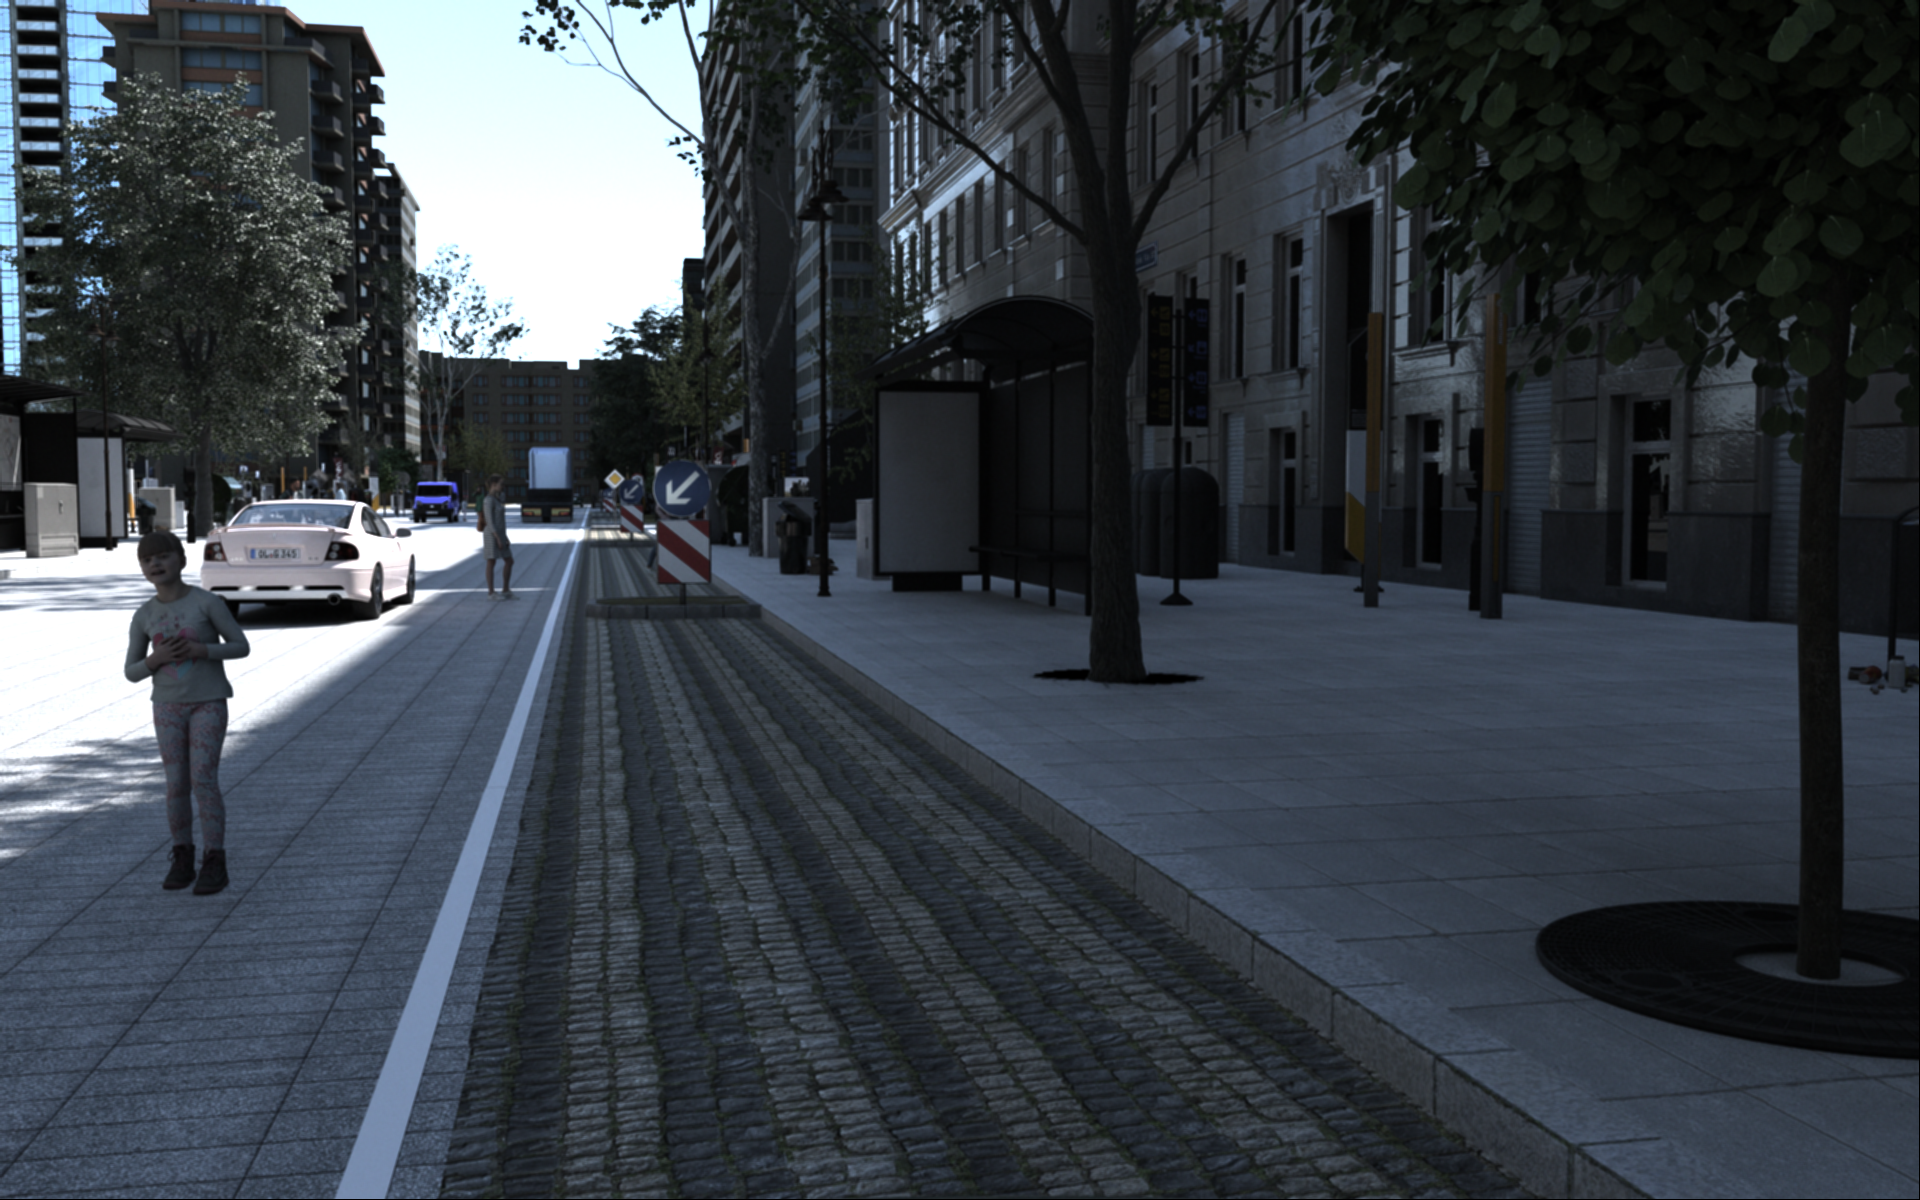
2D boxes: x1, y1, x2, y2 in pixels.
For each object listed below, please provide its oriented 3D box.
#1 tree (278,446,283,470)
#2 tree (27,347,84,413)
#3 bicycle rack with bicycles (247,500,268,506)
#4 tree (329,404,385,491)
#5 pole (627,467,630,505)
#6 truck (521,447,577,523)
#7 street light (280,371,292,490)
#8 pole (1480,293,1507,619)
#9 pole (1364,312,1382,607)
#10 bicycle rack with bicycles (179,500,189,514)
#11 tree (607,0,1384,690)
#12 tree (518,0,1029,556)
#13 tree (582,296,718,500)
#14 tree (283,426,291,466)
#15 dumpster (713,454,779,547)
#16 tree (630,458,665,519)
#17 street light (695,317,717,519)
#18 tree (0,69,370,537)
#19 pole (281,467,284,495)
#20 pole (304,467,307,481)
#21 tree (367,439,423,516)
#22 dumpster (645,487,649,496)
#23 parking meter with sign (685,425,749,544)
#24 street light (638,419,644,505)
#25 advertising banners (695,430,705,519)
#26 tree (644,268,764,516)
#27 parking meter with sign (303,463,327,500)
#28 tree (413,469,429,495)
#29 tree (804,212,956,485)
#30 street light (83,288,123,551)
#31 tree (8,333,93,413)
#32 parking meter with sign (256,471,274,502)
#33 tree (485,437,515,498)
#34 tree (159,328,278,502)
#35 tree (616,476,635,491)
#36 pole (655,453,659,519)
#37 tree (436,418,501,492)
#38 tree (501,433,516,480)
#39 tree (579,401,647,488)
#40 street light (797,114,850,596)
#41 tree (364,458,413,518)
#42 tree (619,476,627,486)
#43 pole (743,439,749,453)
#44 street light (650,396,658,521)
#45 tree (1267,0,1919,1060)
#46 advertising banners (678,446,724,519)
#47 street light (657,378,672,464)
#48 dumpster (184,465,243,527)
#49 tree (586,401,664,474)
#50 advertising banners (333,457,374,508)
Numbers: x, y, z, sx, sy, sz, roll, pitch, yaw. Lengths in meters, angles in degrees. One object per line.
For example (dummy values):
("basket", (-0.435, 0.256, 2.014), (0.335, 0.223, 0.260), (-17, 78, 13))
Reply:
("tree", (-39.600, -8.799, 94.231), (4.360, 8.622, 3.978), (0, 3, 0))
("tree", (-43.739, -8.139, 83.436), (4.360, 8.622, 3.978), (0, 3, 0))
("bicycle rack with bicycles", (-41.128, -5.334, 100.591), (2.925, 0.926, 2.852), (0, 4, 8))
("tree", (-49.300, -11.711, 141.833), (4.360, 8.622, 3.978), (0, 3, 0))
("pole", (-24.140, -8.089, 126.103), (0.158, 3.312, 0.155), (0, 3, 0))
("truck", (-22.344, -6.387, 94.185), (2.967, 4.110, 18.799), (-1, 4, -12))
("street light", (-24.278, -5.487, 62.503), (0.468, 5.910, 1.993), (-1, 4, -12))
("pole", (5.473, -1.462, 17.750), (0.158, 3.312, 0.155), (0, 3, 0))
("pole", (4.672, -1.575, 19.594), (0.158, 3.312, 0.155), (0, 3, 0))
("bicycle rack with bicycles", (-50.711, -5.939, 110.491), (2.925, 0.926, 2.852), (2, 4, 28))
("tree", (1.001, -5.259, 11.743), (9.928, 11.665, 9.643), (0, 3, 0))
("tree", (-4.804, -10.880, 33.779), (12.611, 20.169, 13.585), (0, 3, 0))
("tree", (-20.081, -12.601, 112.685), (9.857, 13.997, 8.962), (0, 3, 0))
("tree", (-56.797, -11.680, 141.338), (4.360, 8.622, 3.978), (0, 3, 0))
("dumpster", (-5.318, -2.477, 42.987), (1.502, 2.255, 1.985), (-1, 4, -12))
("tree", (-16.109, -5.894, 90.972), (1.663, 3.219, 1.824), (0, 3, 0))
("street light", (-6.632, -4.438, 45.342), (0.468, 5.910, 1.993), (-1, 4, -12))
("tree", (-22.673, -8.845, 51.269), (9.857, 13.997, 8.962), (0, 3, 0))
("pole", (-51.317, -8.404, 131.249), (0.158, 3.312, 0.155), (0, 3, 0))
("pole", (-48.631, -8.249, 128.716), (0.158, 3.312, 0.155), (0, 3, 0))
("tree", (-33.874, -7.344, 103.795), (4.285, 4.588, 4.351), (0, 3, 0))
("dumpster", (-25.723, -8.398, 139.796), (1.502, 2.255, 1.985), (-1, 4, -12))
("parking meter with sign", (-6.120, -2.933, 44.214), (1.738, 3.016, 0.543), (-1, 4, -13))
("street light", (-19.253, -8.067, 104.687), (0.468, 5.910, 1.993), (-1, 4, -12))
("advertising banners", (-7.258, -3.182, 48.215), (0.090, 3.025, 2.074), (0, 4, -4))
("tree", (-8.371, -6.515, 56.888), (4.737, 8.622, 4.395), (0, 3, 0))
("parking meter with sign", (-36.389, -6.157, 96.923), (1.738, 3.016, 0.543), (-3, 4, -38))
("tree", (-35.456, -7.220, 112.645), (1.663, 3.219, 1.824), (0, 3, 0))
("tree", (-1.917, -5.828, 45.649), (4.737, 8.622, 4.395), (0, 3, 0))
("street light", (-19.307, -4.058, 39.133), (0.468, 5.910, 1.993), (-1, 4, -12))
("tree", (-53.083, -10.208, 101.315), (7.601, 10.594, 8.767), (-1, 4, -11))
("parking meter with sign", (-52.252, -8.235, 130.896), (0.543, 3.016, 1.738), (3, 4, 37))
("tree", (-56.583, -15.993, 211.855), (4.360, 8.622, 3.978), (0, 3, 0))
("tree", (-32.985, -7.681, 75.943), (4.360, 8.622, 3.978), (0, 3, 0))
("tree", (-42.066, -16.147, 214.357), (4.360, 8.622, 3.978), (0, 3, 0))
("pole", (-15.146, -5.671, 86.559), (0.158, 3.312, 0.155), (0, 3, 0))
("tree", (-46.876, -13.009, 163.058), (4.737, 8.622, 4.395), (0, 3, 0))
("tree", (-49.940, -14.109, 181.038), (4.737, 8.622, 4.395), (0, 3, 0))
("tree", (-38.240, -17.048, 195.739), (9.611, 12.733, 9.660), (0, 3, 0))
("street light", (-1.707, -2.985, 21.595), (0.468, 5.910, 1.993), (-1, 4, -12))
("tree", (-30.812, -6.017, 92.973), (1.663, 3.219, 1.824), (0, 3, 0))
("tree", (-27.257, -9.049, 142.552), (1.663, 3.219, 1.824), (0, 3, 0))
("pole", (-7.901, -4.296, 64.081), (0.158, 3.312, 0.155), (0, 3, 0))
("street light", (-14.302, -6.648, 81.479), (0.468, 5.910, 1.993), (-1, 4, -12))
("tree", (2.368, -1.273, 4.520), (4.285, 4.588, 4.351), (0, 3, 0))
("advertising banners", (-9.328, -4.040, 62.249), (2.074, 3.025, 0.090), (-3, 5, -40))
("street light", (-11.622, -5.870, 68.755), (0.468, 5.910, 1.993), (-1, 4, -12))
("dumpster", (-24.991, -3.394, 57.978), (1.502, 2.255, 1.985), (-1, 4, -12))
("tree", (-31.178, -14.132, 165.466), (7.601, 10.594, 8.767), (2, 4, 30))
("advertising banners", (-28.942, -5.288, 82.639), (0.090, 3.025, 2.074), (3, 5, 40))
